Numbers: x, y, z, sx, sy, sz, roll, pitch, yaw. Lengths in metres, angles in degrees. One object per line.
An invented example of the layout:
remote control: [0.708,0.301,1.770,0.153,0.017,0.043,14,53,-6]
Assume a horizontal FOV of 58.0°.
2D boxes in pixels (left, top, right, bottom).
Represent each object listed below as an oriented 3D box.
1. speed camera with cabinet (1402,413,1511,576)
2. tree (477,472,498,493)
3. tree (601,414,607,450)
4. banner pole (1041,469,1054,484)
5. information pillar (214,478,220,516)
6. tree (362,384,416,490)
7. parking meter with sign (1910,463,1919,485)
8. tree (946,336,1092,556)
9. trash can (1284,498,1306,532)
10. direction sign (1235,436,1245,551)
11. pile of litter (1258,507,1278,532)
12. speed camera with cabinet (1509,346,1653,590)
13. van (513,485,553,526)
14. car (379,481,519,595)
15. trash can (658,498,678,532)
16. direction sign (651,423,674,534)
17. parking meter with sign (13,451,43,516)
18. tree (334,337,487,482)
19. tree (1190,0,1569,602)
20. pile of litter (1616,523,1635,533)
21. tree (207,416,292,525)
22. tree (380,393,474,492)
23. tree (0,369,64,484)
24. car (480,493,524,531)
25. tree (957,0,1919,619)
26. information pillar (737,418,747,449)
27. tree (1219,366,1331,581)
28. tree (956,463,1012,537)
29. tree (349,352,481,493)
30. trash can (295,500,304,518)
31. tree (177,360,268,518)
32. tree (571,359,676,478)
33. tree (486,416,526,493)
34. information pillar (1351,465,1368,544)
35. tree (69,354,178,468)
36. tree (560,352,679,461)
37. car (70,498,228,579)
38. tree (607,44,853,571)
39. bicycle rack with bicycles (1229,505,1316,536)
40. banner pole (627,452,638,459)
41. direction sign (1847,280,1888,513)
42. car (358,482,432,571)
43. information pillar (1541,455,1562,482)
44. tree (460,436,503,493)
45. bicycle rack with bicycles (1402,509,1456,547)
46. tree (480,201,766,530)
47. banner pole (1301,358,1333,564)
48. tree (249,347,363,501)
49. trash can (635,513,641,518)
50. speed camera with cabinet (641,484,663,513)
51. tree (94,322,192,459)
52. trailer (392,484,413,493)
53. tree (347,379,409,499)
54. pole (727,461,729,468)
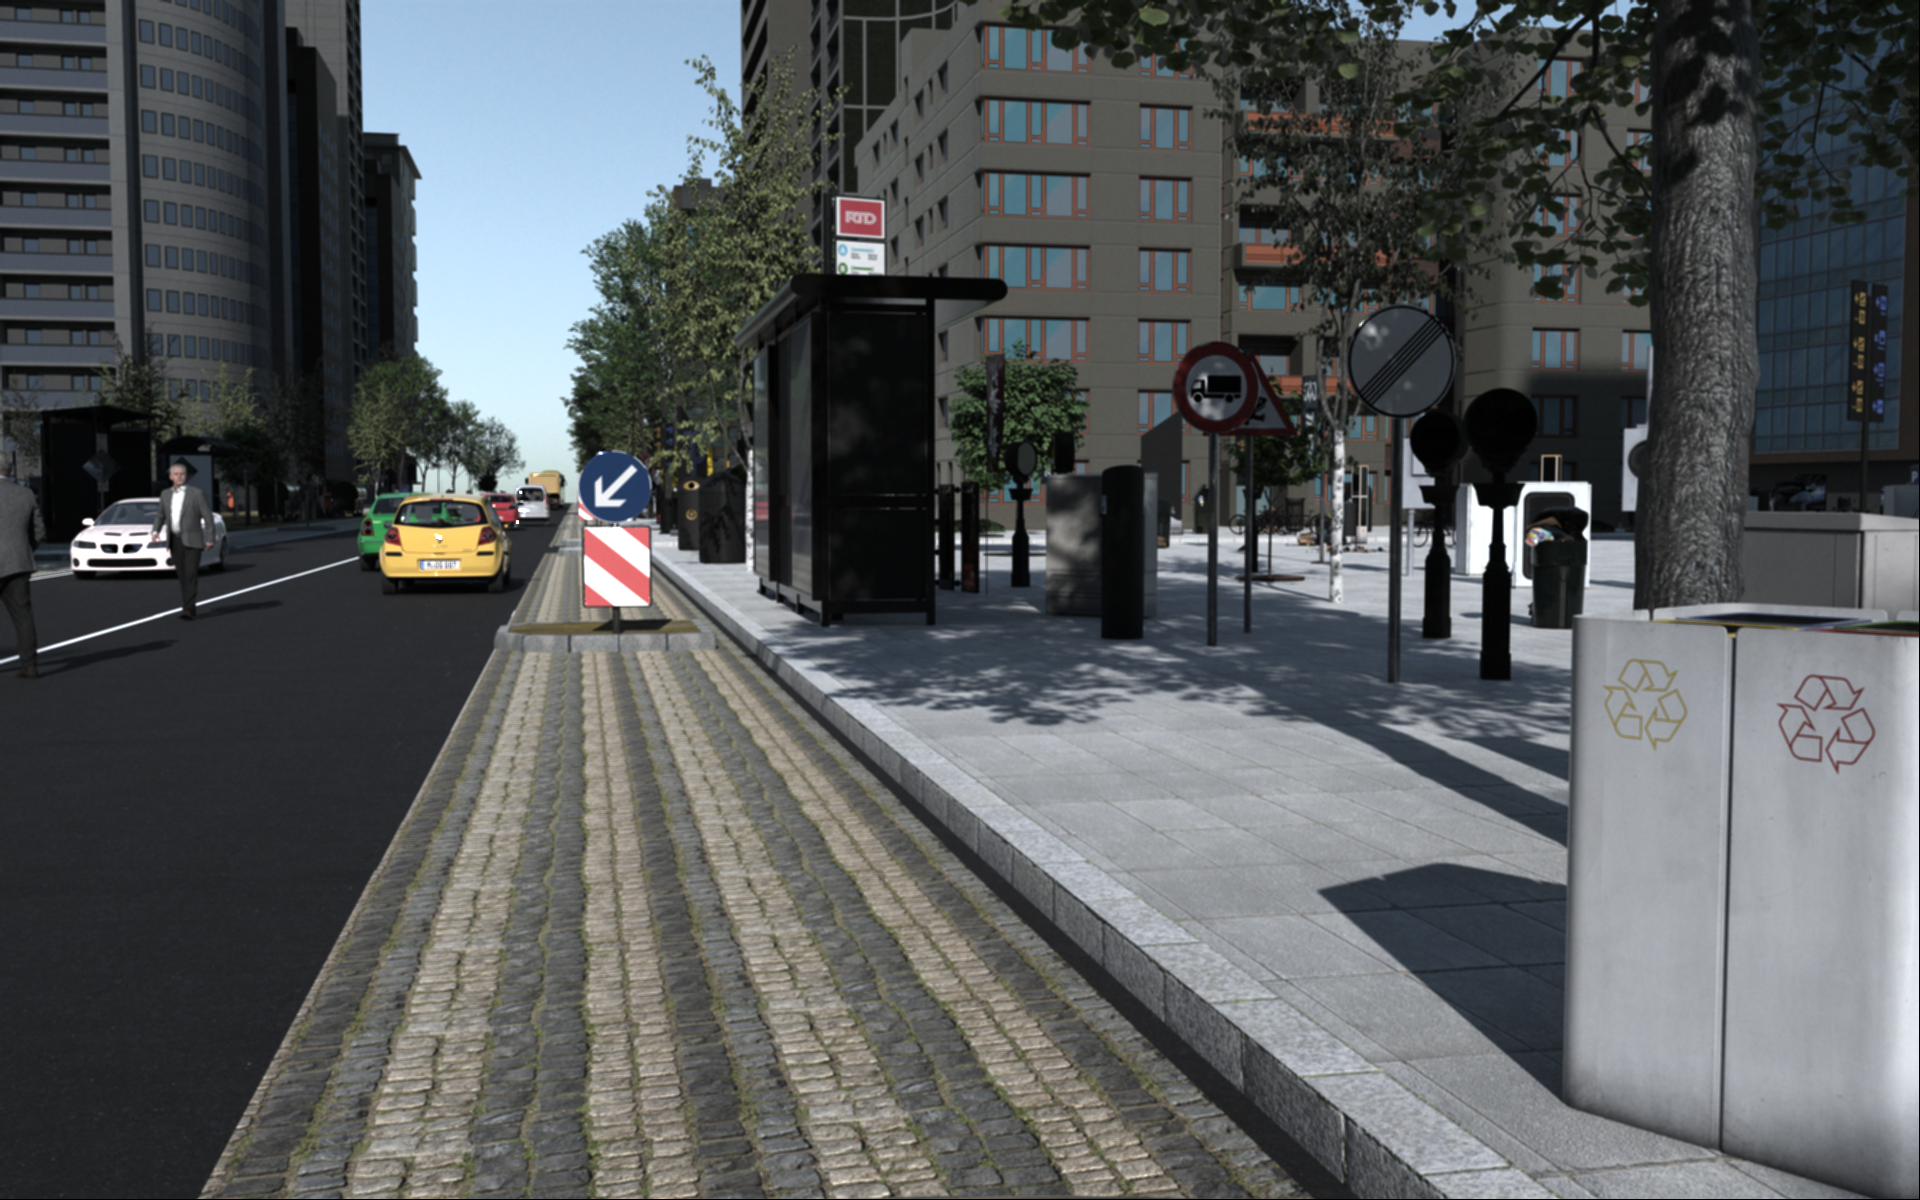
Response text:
speed camera with cabinet: [7.875,-2.016,27.291,2.038,3.252,0.660,0,4,-4]
tree: [-69.605,-16.601,255.136,4.285,4.588,4.351,0,3,0]
tree: [-20.616,-9.648,108.107,4.737,8.622,4.395,0,3,0]
banner pole: [2.785,-3.817,52.417,0.863,3.779,0.401,-2,4,-32]
information pillar: [-34.553,-4.643,80.412,0.304,2.012,0.304,-3,5,-39]
tree: [-38.780,-10.151,116.326,4.360,8.622,3.978,0,3,0]
parking meter with sign: [24.153,-2.876,43.284,1.738,3.016,0.543,0,4,-2]
tree: [1.177,-3.207,36.141,4.285,4.588,4.351,0,3,0]
trash can: [11.454,-2.912,59.263,0.748,1.137,0.748,0,3,0]
direction sign: [6.478,-2.881,39.098,0.379,3.537,0.876,3,5,44]
pile of litter: [10.285,-2.726,58.529,1.176,0.858,1.719,0,4,1]
speed camera with cabinet: [8.528,-1.770,23.279,2.038,3.252,0.660,1,4,19]
van: [-19.312,-4.336,77.903,2.013,2.044,4.112,-1,4,-14]
car: [-7.731,-0.979,26.228,2.015,1.641,3.980,-1,4,-12]
trash can: [-9.724,-2.828,57.886,0.748,1.137,0.748,0,3,0]
direction sign: [-9.509,-3.893,55.655,0.876,3.537,0.379,2,4,35]
parking meter with sign: [-37.628,-4.555,70.735,1.738,3.016,0.543,-2,4,-24]
tree: [-44.111,-13.808,136.129,12.009,13.543,11.850,0,3,0]
tree: [4.702,-4.282,20.367,4.360,8.622,3.978,0,3,0]
pile of litter: [22.816,-2.696,58.045,1.719,0.858,1.176,2,4,24]
tree: [-29.838,-5.423,72.384,4.285,4.588,4.351,0,3,0]
tree: [-46.467,-13.155,149.492,8.767,10.594,7.601,-1,4,-23]
tree: [-55.576,-9.355,103.321,4.360,8.622,3.978,0,3,0]
car: [-18.570,-3.687,69.323,2.155,1.783,4.494,-1,4,-14]
tree: [2.154,-5.317,5.064,7.486,12.596,7.792,0,3,0]
information pillar: [-6.715,-3.796,53.419,0.183,3.616,0.504,-3,4,-38]
tree: [4.520,-1.905,25.745,1.663,3.219,1.824,0,3,0]
tree: [0.854,-3.498,51.787,1.663,3.219,1.824,0,3,0]
tree: [-40.691,-12.259,126.187,9.928,11.665,9.643,0,3,0]
trash can: [-35.859,-5.052,94.253,0.748,1.137,0.748,0,3,0]
tree: [-39.429,-8.792,94.106,4.737,8.622,4.395,0,3,0]
tree: [-22.430,-11.077,115.523,7.601,10.594,8.767,0,4,-3]
tree: [-73.104,-21.972,269.607,12.009,13.543,11.850,0,3,0]
information pillar: [10.290,-2.454,44.612,0.304,2.012,0.304,-2,4,-35]
tree: [-43.985,-8.566,90.417,4.737,8.622,4.395,0,3,0]
tree: [-26.232,-13.975,135.148,9.857,13.997,8.962,0,3,0]
car: [-14.348,-1.131,30.858,2.083,1.381,4.827,-1,4,-12]
tree: [-3.579,-4.798,28.815,4.737,8.622,4.395,0,3,0]
bicycle rack with bicycles: [9.852,-2.520,54.582,2.925,0.926,2.852,2,4,29]
banner pole: [-19.781,-6.994,104.375,0.863,3.779,0.401,-1,4,-14]
direction sign: [9.744,-1.630,18.653,0.876,3.537,0.379,-3,5,-41]
car: [-10.558,-1.523,33.698,1.959,1.807,4.718,-1,4,-12]
information pillar: [11.114,-1.719,32.602,0.304,2.012,0.304,2,4,32]
tree: [-57.984,-15.648,206.208,4.737,8.622,4.395,0,3,0]
bicycle rack with bicycles: [11.956,-1.719,41.490,2.925,0.926,2.852,-3,4,-36]
tree: [-10.415,-8.319,61.772,9.928,11.665,9.643,0,3,0]
banner pole: [6.580,-2.575,32.115,0.401,3.779,0.863,-2,4,-28]
tree: [-32.696,-8.303,86.118,4.360,8.622,3.978,0,3,0]
trash can: [-17.191,-4.894,91.664,0.748,1.137,0.748,0,3,0]
speed camera with cabinet: [-18.432,-6.623,102.616,2.038,3.252,0.660,1,4,10]
tree: [-35.384,-7.603,74.666,4.360,8.622,3.978,0,3,0]
trailer: [-32.612,-5.758,101.191,1.471,1.999,3.904,-1,4,-13]
tree: [-37.424,-9.823,110.966,4.737,8.622,4.395,0,3,0]
pole: [-14.190,-6.864,106.077,0.158,3.312,0.155,0,3,0]
